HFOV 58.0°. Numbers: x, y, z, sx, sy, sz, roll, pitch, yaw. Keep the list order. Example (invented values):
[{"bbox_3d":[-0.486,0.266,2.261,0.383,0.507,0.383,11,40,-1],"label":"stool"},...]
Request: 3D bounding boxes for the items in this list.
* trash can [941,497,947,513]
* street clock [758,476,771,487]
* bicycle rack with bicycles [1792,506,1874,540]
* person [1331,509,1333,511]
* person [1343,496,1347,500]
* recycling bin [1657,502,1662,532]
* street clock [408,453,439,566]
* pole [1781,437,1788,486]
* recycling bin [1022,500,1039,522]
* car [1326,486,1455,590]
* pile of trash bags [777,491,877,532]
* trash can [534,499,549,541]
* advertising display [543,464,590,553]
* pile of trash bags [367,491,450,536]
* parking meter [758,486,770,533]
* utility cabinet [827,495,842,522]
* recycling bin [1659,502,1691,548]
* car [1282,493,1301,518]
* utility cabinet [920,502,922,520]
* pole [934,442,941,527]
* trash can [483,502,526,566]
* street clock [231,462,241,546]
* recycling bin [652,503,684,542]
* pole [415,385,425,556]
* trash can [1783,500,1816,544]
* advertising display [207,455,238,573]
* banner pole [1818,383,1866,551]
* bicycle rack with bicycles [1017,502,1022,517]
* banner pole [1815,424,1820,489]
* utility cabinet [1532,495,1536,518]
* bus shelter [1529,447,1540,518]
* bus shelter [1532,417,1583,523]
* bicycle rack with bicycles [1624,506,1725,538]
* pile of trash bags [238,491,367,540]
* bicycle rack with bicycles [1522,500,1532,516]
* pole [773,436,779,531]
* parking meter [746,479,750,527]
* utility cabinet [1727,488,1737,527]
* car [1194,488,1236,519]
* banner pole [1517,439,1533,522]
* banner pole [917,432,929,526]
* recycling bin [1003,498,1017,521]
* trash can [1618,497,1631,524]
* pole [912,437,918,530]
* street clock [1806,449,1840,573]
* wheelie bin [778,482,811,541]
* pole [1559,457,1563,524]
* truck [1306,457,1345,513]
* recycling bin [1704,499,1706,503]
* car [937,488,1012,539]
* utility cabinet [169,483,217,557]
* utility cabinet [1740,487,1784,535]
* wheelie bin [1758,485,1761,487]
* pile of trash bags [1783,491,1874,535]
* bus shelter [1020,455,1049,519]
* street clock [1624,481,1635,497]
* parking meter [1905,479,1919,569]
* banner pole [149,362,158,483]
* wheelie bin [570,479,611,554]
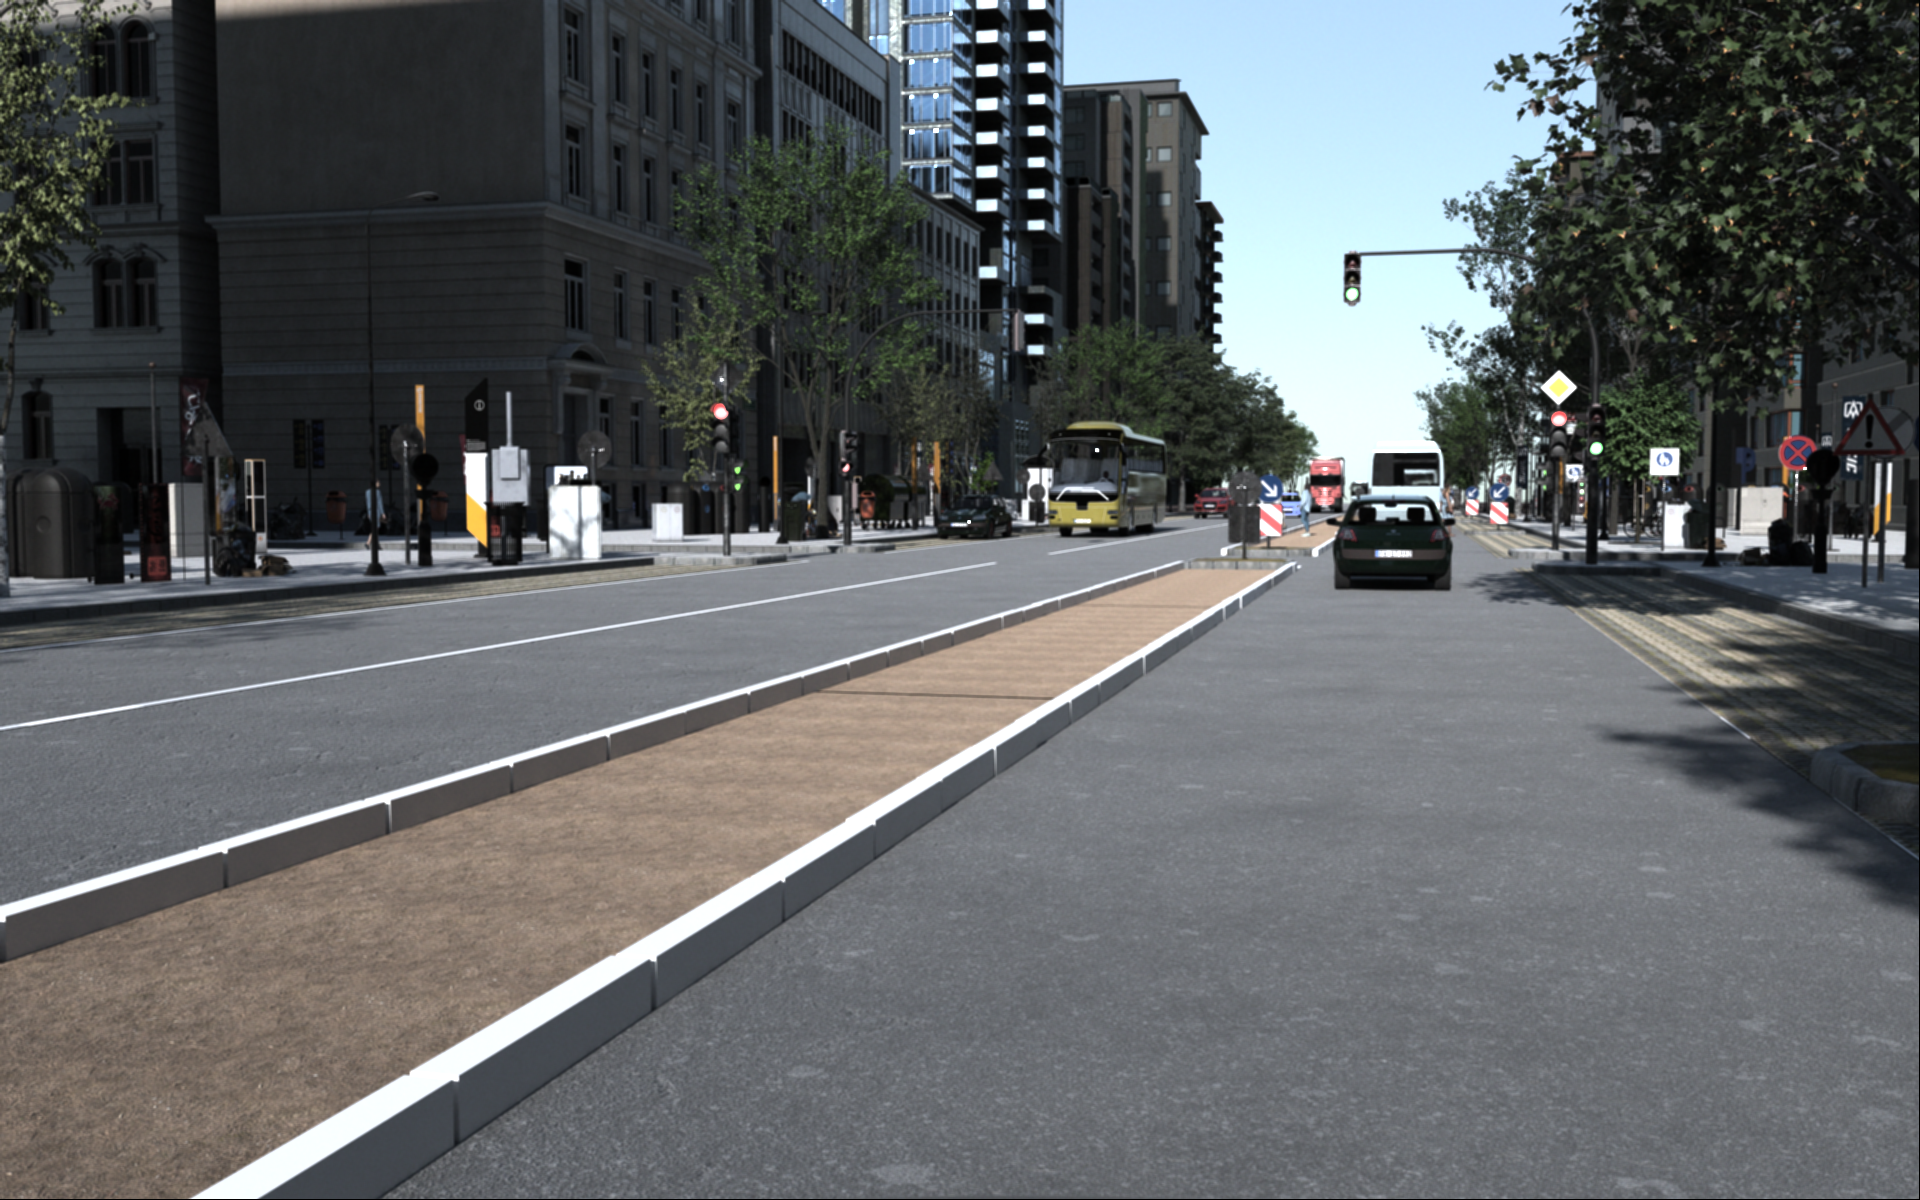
[{"bbox_3d":[-1.025,-5.199,96.665,0.748,1.137,0.748,0,3,0],"label":"trash can"},{"bbox_3d":[-7.967,-4.039,70.605,0.471,2.002,0.358,-2,4,-25],"label":"street clock"},{"bbox_3d":[25.328,-2.246,50.106,2.852,0.926,2.925,3,5,39],"label":"bicycle rack with bicycles"},{"bbox_3d":[31.489,-8.416,146.042,1.348,1.831,0.705,0,4,4],"label":"person"},{"bbox_3d":[31.074,-8.165,141.937,1.348,1.831,0.705,0,4,4],"label":"person"},{"bbox_3d":[23.648,-2.747,57.465,0.722,1.027,0.722,-1,4,-22],"label":"recycling bin"},{"bbox_3d":[-9.518,-1.602,30.771,0.471,2.002,0.358,-3,4,-37],"label":"street clock"},{"bbox_3d":[29.295,-4.142,61.564,0.158,3.312,0.155,0,3,0],"label":"pole"},{"bbox_3d":[3.344,-4.148,80.376,0.722,1.027,0.722,3,4,39],"label":"recycling bin"},{"bbox_3d":[6.781,-1.069,27.259,2.009,1.686,4.222,1,4,13],"label":"car"},{"bbox_3d":[-4.568,-3.031,59.316,3.447,1.369,1.912,0,4,-1],"label":"pile of trash bags"},{"bbox_3d":[-11.260,-2.185,47.377,0.748,1.137,0.748,0,3,0],"label":"trash can"},{"bbox_3d":[-8.536,-1.983,37.635,0.974,1.923,0.123,0,4,-7],"label":"advertising display"},{"bbox_3d":[-17.149,-2.691,53.752,3.447,1.369,1.912,2,4,30],"label":"pile of trash bags"},{"bbox_3d":[-6.524,-3.012,57.663,0.372,1.533,0.369,0,3,0],"label":"parking meter"},{"bbox_3d":[-5.712,-4.184,79.573,1.020,1.237,0.306,2,4,27],"label":"utility cabinet"},{"bbox_3d":[17.136,-1.757,41.277,0.722,1.027,0.722,1,4,23],"label":"recycling bin"},{"bbox_3d":[20.024,-5.866,105.501,1.945,1.707,3.694,1,4,13],"label":"car"},{"bbox_3d":[-2.030,-4.516,84.994,0.306,1.237,1.020,1,4,16],"label":"utility cabinet"},{"bbox_3d":[-0.922,-4.512,67.622,0.158,3.312,0.155,0,3,0],"label":"pole"},{"bbox_3d":[-8.184,-1.191,31.133,0.748,1.137,0.748,0,3,0],"label":"trash can"},{"bbox_3d":[-15.906,-2.032,37.800,0.358,2.002,0.471,0,4,5],"label":"street clock"},{"bbox_3d":[-7.879,-2.086,46.663,0.722,1.027,0.722,-1,4,-22],"label":"recycling bin"},{"bbox_3d":[-10.106,-2.364,32.492,0.158,3.312,0.155,0,3,0],"label":"pole"},{"bbox_3d":[20.869,-1.922,43.085,0.748,1.137,0.748,0,3,0],"label":"trash can"},{"bbox_3d":[-12.159,-1.430,28.587,0.123,1.923,0.974,0,4,-3],"label":"advertising display"},{"bbox_3d":[19.862,-2.991,38.914,0.863,3.779,0.401,1,4,19],"label":"banner pole"},{"bbox_3d":[3.501,-5.212,98.593,2.852,0.926,2.925,3,5,41],"label":"bicycle rack with bicycles"},{"bbox_3d":[30.871,-4.405,62.037,0.401,3.779,0.863,-2,4,-28],"label":"banner pole"},{"bbox_3d":[31.526,-5.116,94.814,0.306,1.237,1.020,2,4,23],"label":"utility cabinet"},{"bbox_3d":[30.386,-6.000,89.378,1.731,3.624,6.357,1,4,14],"label":"bus shelter"},{"bbox_3d":[28.012,-6.337,81.250,2.179,5.291,8.768,1,4,15],"label":"bus shelter"},{"bbox_3d":[21.118,-2.314,51.221,2.925,0.926,2.852,0,4,1],"label":"bicycle rack with bicycles"},{"bbox_3d":[-18.857,-2.383,48.710,3.447,1.369,1.912,0,4,7],"label":"pile of trash bags"},{"bbox_3d":[33.444,-5.492,103.182,2.852,0.926,2.925,0,4,2],"label":"bicycle rack with bicycles"},{"bbox_3d":[-6.467,-4.103,60.922,0.158,3.312,0.155,0,3,0],"label":"pole"},{"bbox_3d":[-8.342,-3.753,67.076,0.399,1.863,0.255,2,4,33],"label":"parking meter"},{"bbox_3d":[30.128,-3.613,67.752,0.318,1.500,1.173,0,4,-4],"label":"utility cabinet"},{"bbox_3d":[15.136,-5.746,102.621,2.281,1.827,5.304,1,4,16],"label":"car"},{"bbox_3d":[25.763,-5.434,78.864,0.863,3.779,0.401,1,4,14],"label":"banner pole"},{"bbox_3d":[-1.586,-4.900,70.124,0.401,3.779,0.863,-3,4,-36],"label":"banner pole"},{"bbox_3d":[2.308,-4.327,83.299,0.722,1.027,0.722,-1,4,-17],"label":"recycling bin"},{"bbox_3d":[27.995,-3.774,73.363,0.748,1.137,0.748,0,3,0],"label":"trash can"},{"bbox_3d":[-1.631,-4.189,62.333,0.158,3.312,0.155,0,3,0],"label":"pole"},{"bbox_3d":[13.958,-1.437,28.064,0.471,2.002,0.358,1,4,16],"label":"street clock"},{"bbox_3d":[-4.518,-2.398,47.116,0.980,1.594,0.693,1,4,10],"label":"wheelie bin"},{"bbox_3d":[25.738,-4.919,74.273,0.158,3.312,0.155,0,3,0],"label":"pole"},{"bbox_3d":[28.303,-8.849,133.602,2.839,4.237,11.283,1,4,13],"label":"truck"},{"bbox_3d":[38.516,-4.674,88.968,0.722,1.027,0.722,-1,4,-19],"label":"recycling bin"},{"bbox_3d":[0.486,-2.807,55.680,2.009,1.686,4.222,1,4,14],"label":"car"},{"bbox_3d":[-15.682,-1.631,35.351,0.318,1.500,1.173,1,4,20],"label":"utility cabinet"},{"bbox_3d":[24.766,-2.742,53.509,1.173,1.500,0.318,2,4,29],"label":"utility cabinet"},{"bbox_3d":[28.740,-3.327,62.305,0.693,1.594,0.980,2,4,30],"label":"wheelie bin"},{"bbox_3d":[27.253,-2.772,55.080,3.447,1.369,1.912,-1,4,-14],"label":"pile of trash bags"},{"bbox_3d":[4.746,-6.026,92.452,2.014,3.302,5.546,1,4,14],"label":"bus shelter"},{"bbox_3d":[30.312,-4.520,78.468,0.471,2.002,0.358,1,4,18],"label":"street clock"},{"bbox_3d":[16.447,-1.303,29.721,0.372,1.533,0.369,0,3,0],"label":"parking meter"},{"bbox_3d":[-15.406,-2.636,33.122,0.401,3.779,0.863,-2,4,-28],"label":"banner pole"},{"bbox_3d":[-7.790,-1.732,36.230,0.980,1.594,0.693,-1,4,-10],"label":"wheelie bin"}]
